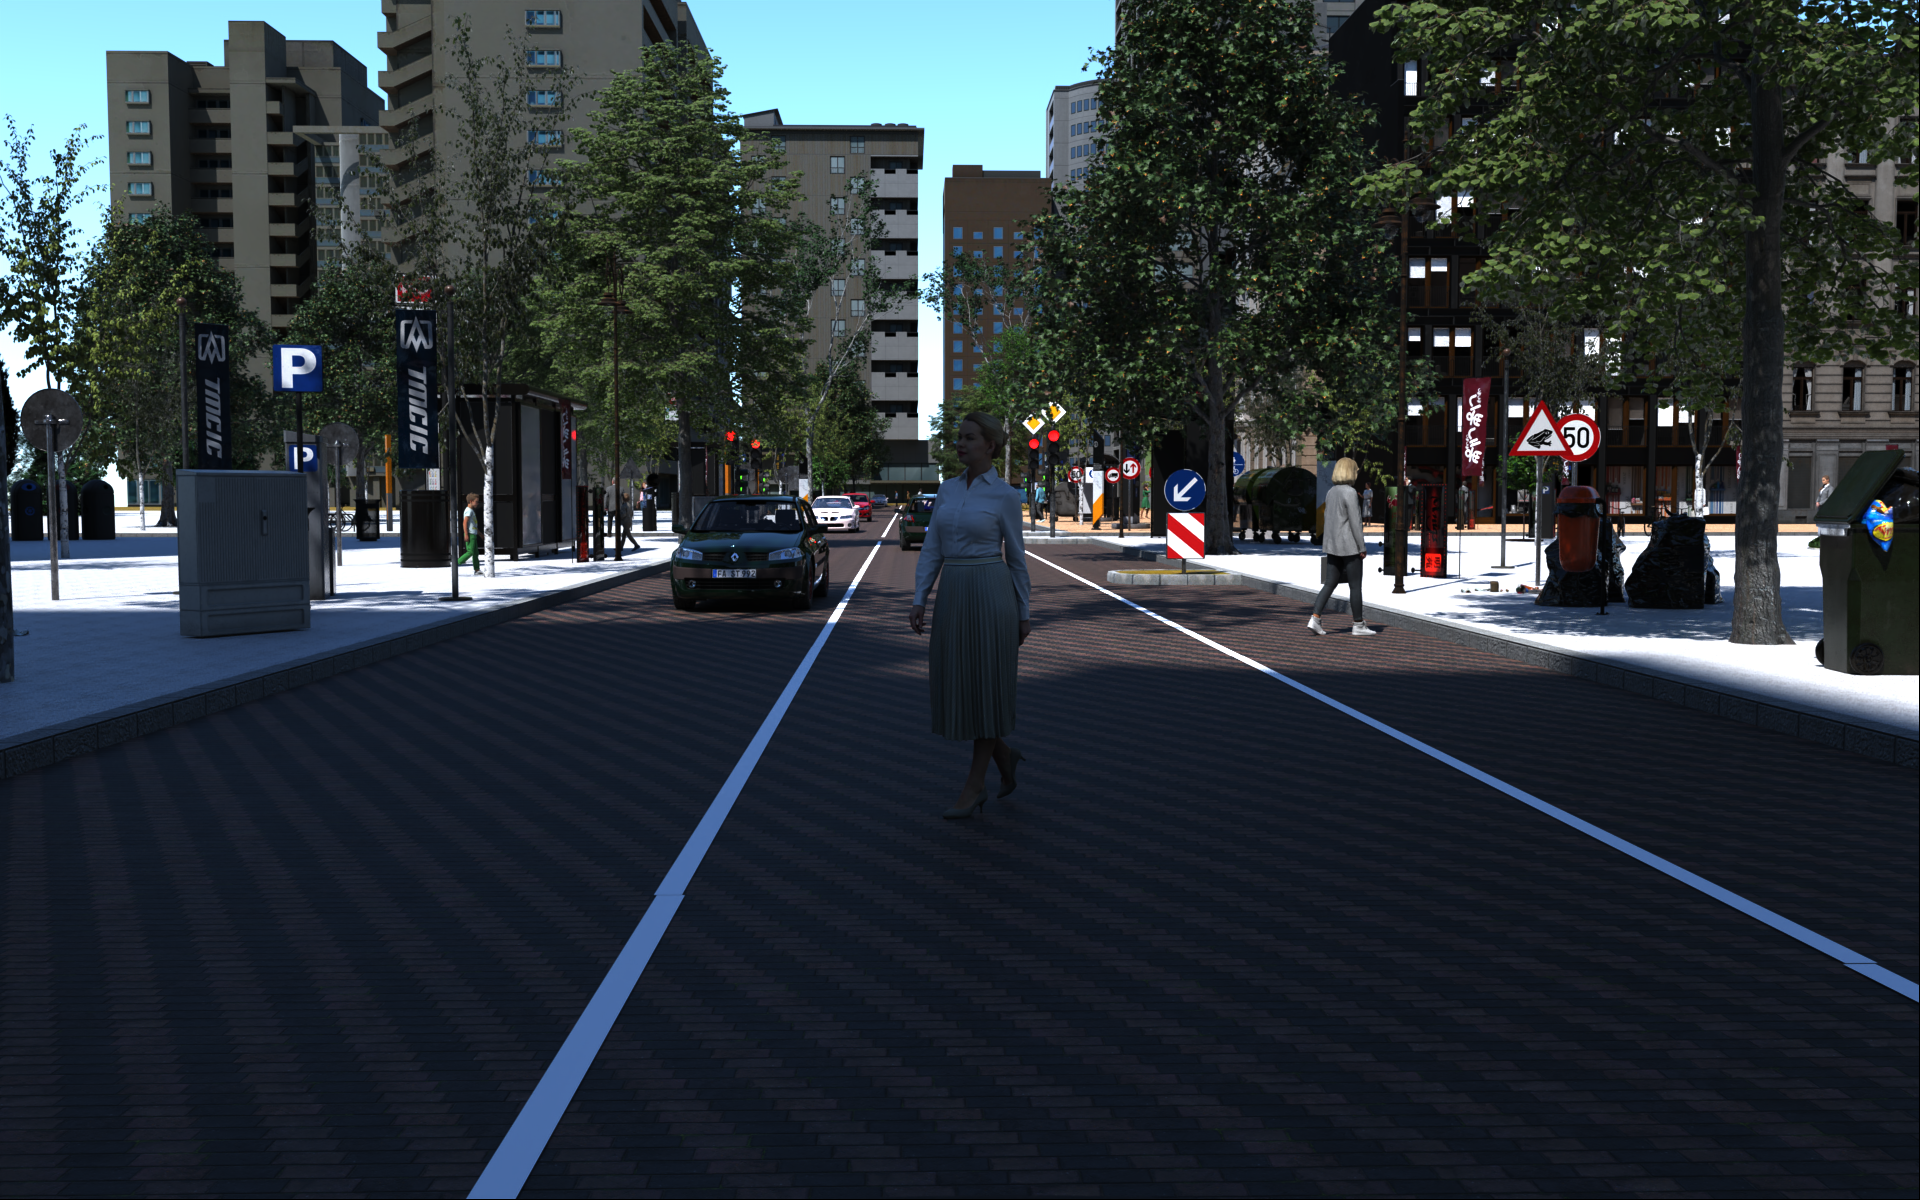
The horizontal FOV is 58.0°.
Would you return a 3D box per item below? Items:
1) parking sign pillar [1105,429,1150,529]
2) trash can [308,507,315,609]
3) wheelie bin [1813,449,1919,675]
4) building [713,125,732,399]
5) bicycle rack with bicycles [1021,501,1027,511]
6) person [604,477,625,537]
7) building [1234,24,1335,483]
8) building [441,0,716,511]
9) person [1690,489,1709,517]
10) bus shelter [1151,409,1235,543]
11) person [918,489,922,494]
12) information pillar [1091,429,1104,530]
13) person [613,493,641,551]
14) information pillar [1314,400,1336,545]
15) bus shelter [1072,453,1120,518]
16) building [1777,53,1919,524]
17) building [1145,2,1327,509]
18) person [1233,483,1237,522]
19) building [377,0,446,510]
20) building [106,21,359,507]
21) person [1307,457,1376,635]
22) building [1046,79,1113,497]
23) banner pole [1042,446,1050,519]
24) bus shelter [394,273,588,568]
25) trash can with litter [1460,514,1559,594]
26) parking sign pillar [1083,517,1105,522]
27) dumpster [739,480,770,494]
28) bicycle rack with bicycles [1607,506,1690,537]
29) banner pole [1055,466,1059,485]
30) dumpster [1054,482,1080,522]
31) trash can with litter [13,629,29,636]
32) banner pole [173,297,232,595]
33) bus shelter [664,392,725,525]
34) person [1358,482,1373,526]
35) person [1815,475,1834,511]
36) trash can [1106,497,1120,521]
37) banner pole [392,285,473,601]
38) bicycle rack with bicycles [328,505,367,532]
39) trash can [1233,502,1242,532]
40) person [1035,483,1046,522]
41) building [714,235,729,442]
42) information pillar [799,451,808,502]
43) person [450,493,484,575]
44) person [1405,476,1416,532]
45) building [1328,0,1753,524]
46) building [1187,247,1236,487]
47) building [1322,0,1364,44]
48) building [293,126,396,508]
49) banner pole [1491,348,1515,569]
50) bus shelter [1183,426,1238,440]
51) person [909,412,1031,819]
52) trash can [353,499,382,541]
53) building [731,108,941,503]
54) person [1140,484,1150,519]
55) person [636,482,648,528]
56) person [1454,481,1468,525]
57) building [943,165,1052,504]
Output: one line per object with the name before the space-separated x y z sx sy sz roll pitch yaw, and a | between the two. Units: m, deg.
parking sign pillar | 6.358 -4.640 64.342 1.447 3.967 1.447 1 4 17
trash can | -7.226 -0.411 18.374 0.748 1.137 0.748 0 3 0
wheelie bin | 6.620 -0.281 12.508 0.693 1.594 0.980 0 4 5
building | -44.163 -40.012 243.432 27.495 52.752 28.713 0 4 -2
bicycle rack with bicycles | 3.600 -7.170 130.615 2.925 0.926 2.852 0 4 1
person | -10.153 -2.718 50.884 0.661 1.777 0.834 -2 4 -26
building | 24.214 -19.345 102.202 13.634 28.700 20.117 0 4 -2
building | -35.319 -33.140 165.539 21.300 48.544 21.600 0 4 -2
person | 26.575 -3.408 62.124 0.624 1.780 0.694 -1 4 -13
bus shelter | 6.147 -3.431 47.376 1.731 3.624 6.357 0 4 -2
person | -3.045 -7.335 128.270 0.795 1.843 0.661 0 4 1
information pillar | 4.936 -4.313 61.872 0.183 3.616 0.504 -3 5 -40
person | -7.474 -1.742 38.793 0.640 1.303 0.475 0 4 4
information pillar | 9.118 -3.169 43.161 0.504 3.616 0.183 2 4 30
bus shelter | 6.995 -5.794 88.655 2.014 3.302 5.546 0 4 -2
building | 43.310 -14.009 78.195 18.267 20.994 9.793 0 4 -2
building | 22.734 -28.417 148.216 14.154 41.232 14.086 0 4 -2
person | 12.487 -4.440 78.827 0.721 1.800 0.419 -3 5 -44
building | -35.293 -31.789 143.448 21.300 48.544 21.600 0 4 -2
building | -74.154 -34.205 182.945 21.600 48.544 21.300 0 4 -2
person | 3.844 -0.546 17.605 0.728 1.800 0.709 -1 4 -18
building | 26.647 -42.802 241.819 28.212 58.520 21.231 0 4 -2
banner pole | 4.441 -6.142 90.439 0.401 3.779 0.863 -2 4 -28
bus shelter | -9.260 -3.463 34.256 2.179 5.291 8.768 0 4 -2
trash can with litter | 7.659 -0.710 22.673 2.233 1.210 1.678 0 4 5
parking sign pillar | 6.419 -5.650 80.844 1.447 3.967 1.447 0 4 4
dumpster | -8.800 -4.154 73.678 1.264 1.857 1.865 0 4 -2
bicycle rack with bicycles | 20.333 -2.325 51.388 2.852 0.926 2.925 1 4 19
banner pole | 5.086 -6.304 93.091 0.401 3.779 0.863 -2 4 -29
dumpster | 4.949 -4.595 80.888 1.264 1.857 1.865 0 4 -2
trash can with litter | -9.607 -0.282 15.660 2.233 1.210 1.678 1 4 10
banner pole | -9.761 -1.976 22.328 0.401 3.779 0.863 3 4 38
bus shelter | -10.590 -5.697 70.771 2.179 5.291 8.768 0 4 -2
person | 16.061 -3.790 68.578 0.524 1.755 0.480 -3 4 -38
person | 23.215 -2.467 46.661 0.573 1.790 0.520 -1 4 -21
trash can | 7.417 -4.425 84.002 0.748 1.137 0.748 0 3 0
banner pole | -6.329 -1.882 20.784 0.863 3.779 0.401 -1 4 -15
bicycle rack with bicycles | -21.692 -2.808 59.285 2.925 0.926 2.852 -2 4 -34
trash can | 9.333 -2.877 58.694 0.748 1.137 0.748 0 3 0
person | 3.682 -4.451 78.836 0.620 1.820 0.660 2 4 35
building | -32.425 -25.465 188.052 14.107 30.474 14.160 0 4 -2
information pillar | -8.534 -6.293 94.244 0.504 3.616 0.183 -1 4 -16
person | -7.783 -1.047 27.414 0.590 1.304 0.306 -2 4 -28
person | 15.279 -3.298 59.332 0.648 1.900 0.474 3 4 36
building | 26.021 -15.252 79.043 15.834 23.373 12.332 0 4 -2
building | 24.420 -15.846 126.536 16.820 18.784 16.811 0 4 -2
building | 26.001 -44.439 164.828 20.563 71.187 20.611 0 4 -2
building | -51.219 -29.784 178.842 23.993 40.220 32.217 0 4 -2
banner pole | 9.320 -2.422 29.614 0.401 3.779 0.863 1 4 17
bus shelter | 8.434 -5.289 64.108 2.179 5.291 8.768 0 4 -2
person | 0.100 0.053 7.858 0.478 1.798 0.641 3 5 42
trash can | -16.107 -2.169 47.110 0.748 1.137 0.748 0 3 0
building | -16.717 -40.138 245.492 27.495 52.752 28.713 0 4 -2
person | 9.583 -5.098 89.637 0.529 1.795 0.600 0 4 -1
person | -11.900 -3.602 65.522 0.643 1.750 0.593 -3 5 -43
person | 21.085 -4.058 72.500 0.850 1.850 0.679 -1 4 -17
building | 4.882 -35.987 238.497 14.200 45.320 14.600 0 4 -2
